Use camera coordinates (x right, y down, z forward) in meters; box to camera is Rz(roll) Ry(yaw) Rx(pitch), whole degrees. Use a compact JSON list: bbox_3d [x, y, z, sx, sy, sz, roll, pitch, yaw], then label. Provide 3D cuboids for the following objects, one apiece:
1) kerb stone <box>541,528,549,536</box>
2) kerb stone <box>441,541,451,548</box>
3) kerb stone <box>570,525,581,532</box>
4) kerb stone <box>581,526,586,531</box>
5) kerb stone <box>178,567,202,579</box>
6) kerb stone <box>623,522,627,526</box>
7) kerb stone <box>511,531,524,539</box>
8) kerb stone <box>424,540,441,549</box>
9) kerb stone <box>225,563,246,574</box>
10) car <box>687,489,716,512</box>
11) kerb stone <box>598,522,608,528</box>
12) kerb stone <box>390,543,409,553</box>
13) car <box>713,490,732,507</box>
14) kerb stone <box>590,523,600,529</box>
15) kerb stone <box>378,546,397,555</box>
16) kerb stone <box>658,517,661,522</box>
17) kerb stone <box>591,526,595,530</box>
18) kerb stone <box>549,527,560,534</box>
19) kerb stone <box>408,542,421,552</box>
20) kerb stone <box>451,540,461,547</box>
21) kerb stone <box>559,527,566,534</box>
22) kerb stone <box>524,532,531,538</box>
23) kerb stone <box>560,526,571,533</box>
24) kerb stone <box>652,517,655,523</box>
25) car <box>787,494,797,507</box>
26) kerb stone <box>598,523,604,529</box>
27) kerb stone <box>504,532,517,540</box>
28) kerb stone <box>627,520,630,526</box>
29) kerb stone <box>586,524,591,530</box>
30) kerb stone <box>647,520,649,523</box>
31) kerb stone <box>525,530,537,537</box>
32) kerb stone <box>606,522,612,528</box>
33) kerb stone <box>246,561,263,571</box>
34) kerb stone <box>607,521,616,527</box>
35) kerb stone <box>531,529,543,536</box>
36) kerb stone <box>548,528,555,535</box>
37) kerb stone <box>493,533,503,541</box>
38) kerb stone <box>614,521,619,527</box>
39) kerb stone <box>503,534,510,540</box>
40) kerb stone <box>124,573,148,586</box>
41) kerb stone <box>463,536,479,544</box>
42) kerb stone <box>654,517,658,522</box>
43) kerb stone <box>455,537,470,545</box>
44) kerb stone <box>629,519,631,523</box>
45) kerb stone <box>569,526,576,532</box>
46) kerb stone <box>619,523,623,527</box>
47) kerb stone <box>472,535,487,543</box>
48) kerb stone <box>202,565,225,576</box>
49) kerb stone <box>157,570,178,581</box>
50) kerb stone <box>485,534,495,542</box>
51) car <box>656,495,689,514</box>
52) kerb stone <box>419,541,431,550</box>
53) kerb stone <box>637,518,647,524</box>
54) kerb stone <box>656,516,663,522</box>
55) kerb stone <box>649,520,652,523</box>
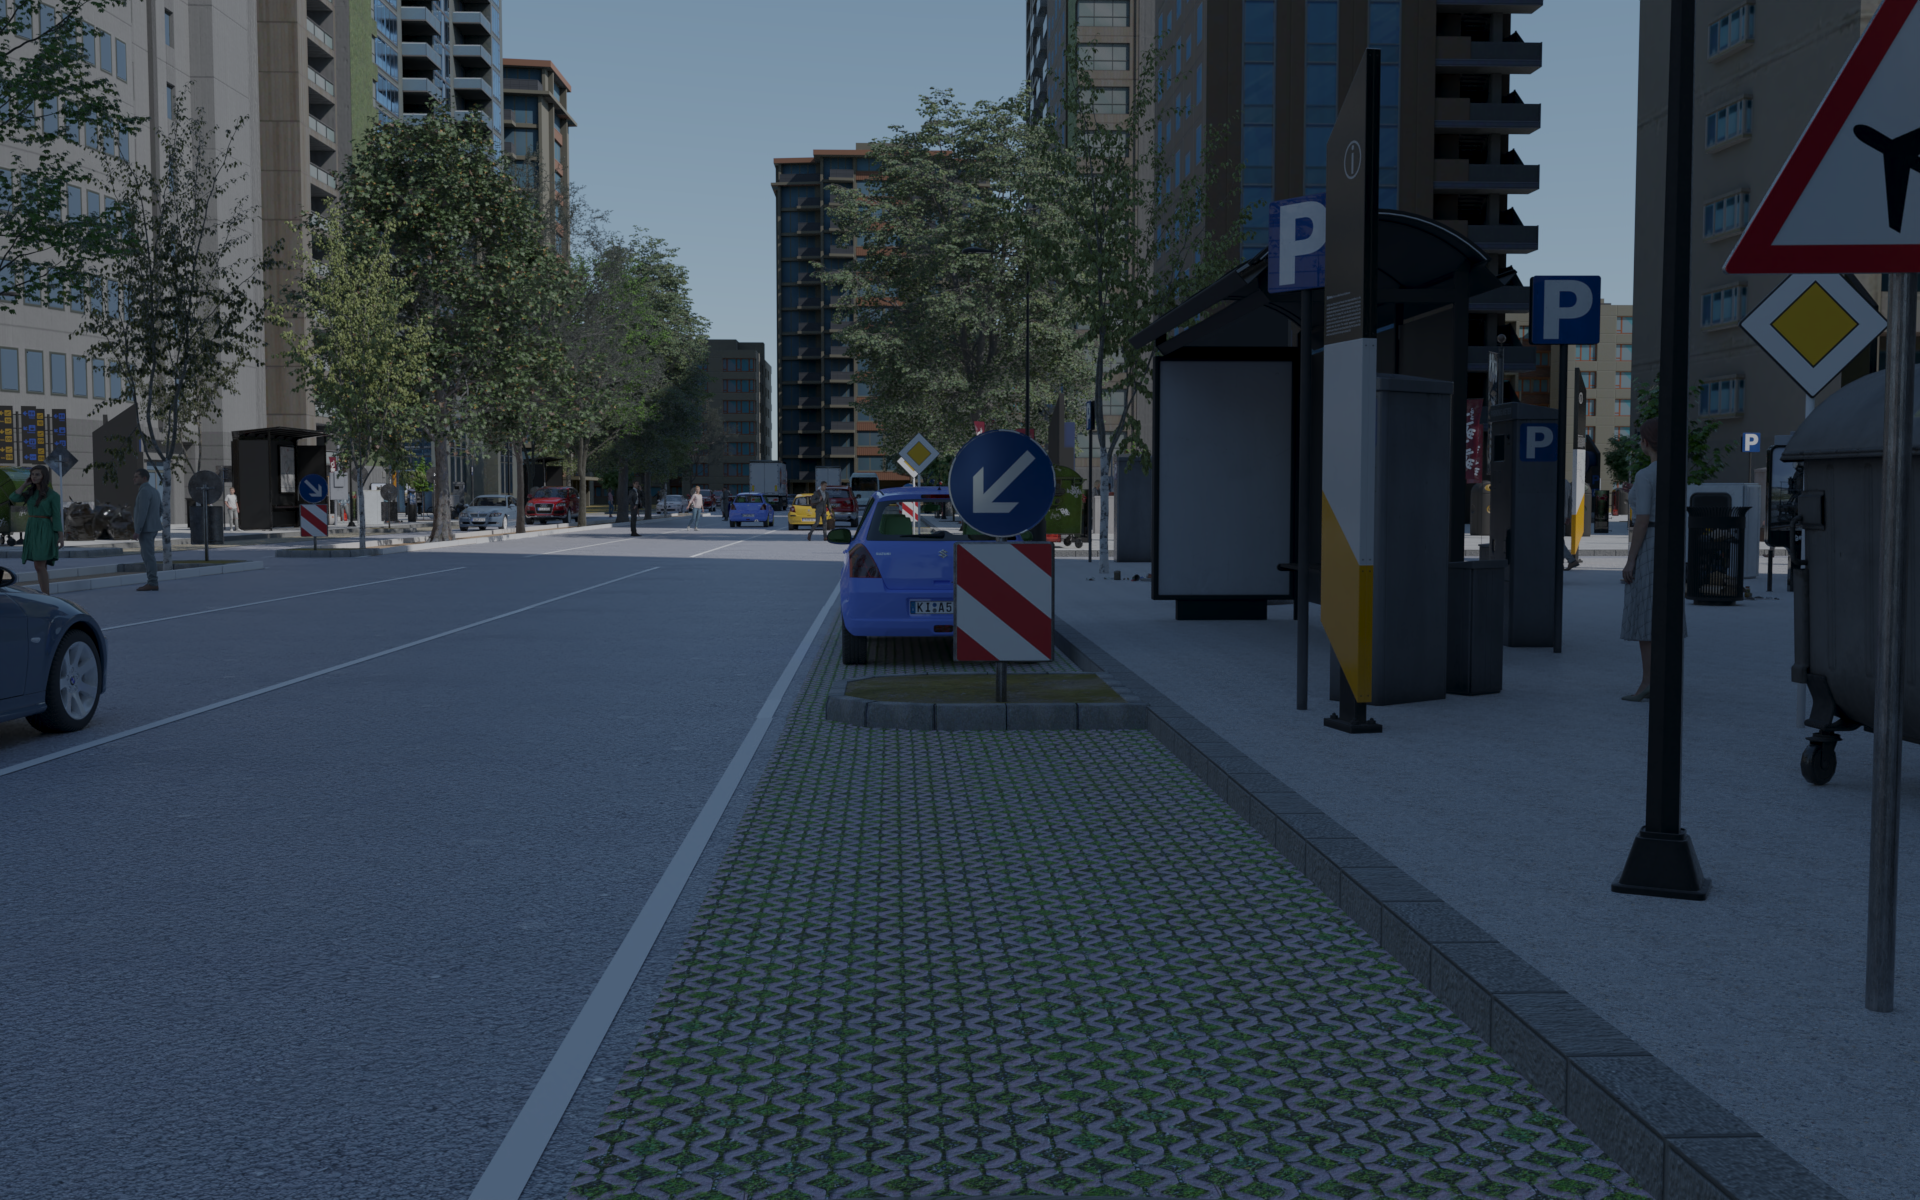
[{"bbox_3d":[-14.433,-2.300,59.804,0.120,0.150,1.000,0,4,-2],"label":"kerb stone"},{"bbox_3d":[-13.908,-1.486,46.483,0.120,0.150,1.000,0,4,-2],"label":"kerb stone"},{"bbox_3d":[-14.672,-2.677,65.959,0.120,0.150,1.000,0,4,-2],"label":"kerb stone"},{"bbox_3d":[-14.715,-2.731,66.984,0.120,0.150,1.000,0,4,-2],"label":"kerb stone"},{"bbox_3d":[-13.245,-0.449,29.568,0.120,0.150,1.000,0,4,-2],"label":"kerb stone"},{"bbox_3d":[-15.110,-3.369,77.271,0.120,0.150,1.000,0,4,-2],"label":"kerb stone"},{"bbox_3d":[-14.261,-2.050,55.712,0.120,0.150,1.000,0,4,-2],"label":"kerb stone"},{"bbox_3d":[-13.871,-1.423,45.462,0.120,0.150,1.000,0,4,-2],"label":"kerb stone"},{"bbox_3d":[-13.322,-0.574,31.616,0.120,0.150,1.000,0,4,-2],"label":"kerb stone"},{"bbox_3d":[-20.953,-8.063,140.510,2.281,1.827,5.304,0,4,-3],"label":"car"},{"bbox_3d":[-14.910,-3.054,72.125,0.120,0.150,1.000,0,4,-2],"label":"kerb stone"},{"bbox_3d":[-13.746,-1.235,42.395,0.120,0.150,1.000,0,4,-2],"label":"kerb stone"},{"bbox_3d":[-23.074,-9.704,167.338,2.281,1.827,5.304,0,4,-2],"label":"car"},{"bbox_3d":[-14.830,-2.929,70.080,0.120,0.150,1.000,0,4,-2],"label":"kerb stone"},{"bbox_3d":[-13.702,-1.168,41.369,0.120,0.150,1.000,0,4,-2],"label":"kerb stone"},{"bbox_3d":[-15.558,-4.057,88.522,0.120,0.150,1.000,0,4,-2],"label":"kerb stone"},{"bbox_3d":[-14.790,-2.866,69.047,0.120,0.150,1.000,0,4,-2],"label":"kerb stone"},{"bbox_3d":[-14.516,-2.425,61.850,0.120,0.150,1.000,0,4,-2],"label":"kerb stone"},{"bbox_3d":[-13.783,-1.298,43.416,0.120,0.150,1.000,0,4,-2],"label":"kerb stone"},{"bbox_3d":[-13.950,-1.543,47.505,0.120,0.150,1.000,0,4,-2],"label":"kerb stone"},{"bbox_3d":[-14.544,-2.486,62.872,0.120,0.150,1.000,0,4,-2],"label":"kerb stone"},{"bbox_3d":[-14.311,-2.107,56.736,0.120,0.150,1.000,0,4,-2],"label":"kerb stone"},{"bbox_3d":[-14.600,-2.549,63.905,0.120,0.150,1.000,0,4,-2],"label":"kerb stone"},{"bbox_3d":[-15.477,-3.932,86.477,0.120,0.150,1.000,0,4,-2],"label":"kerb stone"},{"bbox_3d":[-16.889,-9.931,174.373,2.014,1.417,4.499,0,4,-1],"label":"car"},{"bbox_3d":[-14.877,-2.989,71.103,0.120,0.150,1.000,0,4,-2],"label":"kerb stone"},{"bbox_3d":[-14.230,-1.987,54.688,0.120,0.150,1.000,0,4,-2],"label":"kerb stone"},{"bbox_3d":[-15.158,-3.427,78.292,0.120,0.150,1.000,0,4,-2],"label":"kerb stone"},{"bbox_3d":[-14.751,-2.802,68.014,0.120,0.150,1.000,0,4,-2],"label":"kerb stone"},{"bbox_3d":[-15.400,-3.807,84.434,0.120,0.150,1.000,0,4,-2],"label":"kerb stone"},{"bbox_3d":[-14.346,-2.175,57.761,0.120,0.150,1.000,0,4,-2],"label":"kerb stone"},{"bbox_3d":[-14.951,-3.117,73.157,0.120,0.150,1.000,0,4,-2],"label":"kerb stone"},{"bbox_3d":[-13.368,-0.636,32.637,0.120,0.150,1.000,0,4,-2],"label":"kerb stone"},{"bbox_3d":[-14.995,-3.180,74.184,0.120,0.150,1.000,0,4,-2],"label":"kerb stone"},{"bbox_3d":[-14.390,-2.238,58.783,0.120,0.150,1.000,0,4,-2],"label":"kerb stone"},{"bbox_3d":[-14.466,-2.363,60.829,0.120,0.150,1.000,0,4,-2],"label":"kerb stone"},{"bbox_3d":[-14.149,-1.862,52.640,0.120,0.150,1.000,0,4,-2],"label":"kerb stone"},{"bbox_3d":[-15.038,-3.243,75.211,0.120,0.150,1.000,0,4,-2],"label":"kerb stone"},{"bbox_3d":[-14.187,-1.925,53.662,0.120,0.150,1.000,0,4,-2],"label":"kerb stone"},{"bbox_3d":[-13.162,-0.325,27.512,0.120,0.150,1.000,0,4,-2],"label":"kerb stone"},{"bbox_3d":[-14.029,-1.672,49.554,0.120,0.150,1.000,0,4,-2],"label":"kerb stone"},{"bbox_3d":[-15.516,-3.991,87.499,0.120,0.150,1.000,0,4,-2],"label":"kerb stone"},{"bbox_3d":[-13.987,-1.610,48.526,0.120,0.150,1.000,0,4,-2],"label":"kerb stone"},{"bbox_3d":[-15.199,-3.493,79.313,0.120,0.150,1.000,0,4,-2],"label":"kerb stone"},{"bbox_3d":[-14.627,-2.609,64.927,0.120,0.150,1.000,0,4,-2],"label":"kerb stone"},{"bbox_3d":[-15.074,-3.304,76.237,0.120,0.150,1.000,0,4,-2],"label":"kerb stone"},{"bbox_3d":[-14.056,-1.734,50.579,0.120,0.150,1.000,0,4,-2],"label":"kerb stone"},{"bbox_3d":[-13.292,-0.510,30.594,0.120,0.150,1.000,0,4,-2],"label":"kerb stone"},{"bbox_3d":[-13.202,-0.388,28.546,0.120,0.150,1.000,0,4,-2],"label":"kerb stone"},{"bbox_3d":[-14.106,-1.799,51.613,0.120,0.150,1.000,0,4,-2],"label":"kerb stone"},{"bbox_3d":[-20.952,-6.976,126.415,2.083,1.381,4.827,0,4,0],"label":"car"},{"bbox_3d":[-13.828,-1.361,44.440,0.120,0.150,1.000,0,4,-2],"label":"kerb stone"},{"bbox_3d":[-15.350,-3.744,83.412,0.120,0.150,1.000,0,4,-2],"label":"kerb stone"},{"bbox_3d":[-15.597,-4.117,89.549,0.120,0.150,1.000,0,4,-2],"label":"kerb stone"},{"bbox_3d":[-15.436,-3.869,85.456,0.120,0.150,1.000,0,4,-2],"label":"kerb stone"}]
